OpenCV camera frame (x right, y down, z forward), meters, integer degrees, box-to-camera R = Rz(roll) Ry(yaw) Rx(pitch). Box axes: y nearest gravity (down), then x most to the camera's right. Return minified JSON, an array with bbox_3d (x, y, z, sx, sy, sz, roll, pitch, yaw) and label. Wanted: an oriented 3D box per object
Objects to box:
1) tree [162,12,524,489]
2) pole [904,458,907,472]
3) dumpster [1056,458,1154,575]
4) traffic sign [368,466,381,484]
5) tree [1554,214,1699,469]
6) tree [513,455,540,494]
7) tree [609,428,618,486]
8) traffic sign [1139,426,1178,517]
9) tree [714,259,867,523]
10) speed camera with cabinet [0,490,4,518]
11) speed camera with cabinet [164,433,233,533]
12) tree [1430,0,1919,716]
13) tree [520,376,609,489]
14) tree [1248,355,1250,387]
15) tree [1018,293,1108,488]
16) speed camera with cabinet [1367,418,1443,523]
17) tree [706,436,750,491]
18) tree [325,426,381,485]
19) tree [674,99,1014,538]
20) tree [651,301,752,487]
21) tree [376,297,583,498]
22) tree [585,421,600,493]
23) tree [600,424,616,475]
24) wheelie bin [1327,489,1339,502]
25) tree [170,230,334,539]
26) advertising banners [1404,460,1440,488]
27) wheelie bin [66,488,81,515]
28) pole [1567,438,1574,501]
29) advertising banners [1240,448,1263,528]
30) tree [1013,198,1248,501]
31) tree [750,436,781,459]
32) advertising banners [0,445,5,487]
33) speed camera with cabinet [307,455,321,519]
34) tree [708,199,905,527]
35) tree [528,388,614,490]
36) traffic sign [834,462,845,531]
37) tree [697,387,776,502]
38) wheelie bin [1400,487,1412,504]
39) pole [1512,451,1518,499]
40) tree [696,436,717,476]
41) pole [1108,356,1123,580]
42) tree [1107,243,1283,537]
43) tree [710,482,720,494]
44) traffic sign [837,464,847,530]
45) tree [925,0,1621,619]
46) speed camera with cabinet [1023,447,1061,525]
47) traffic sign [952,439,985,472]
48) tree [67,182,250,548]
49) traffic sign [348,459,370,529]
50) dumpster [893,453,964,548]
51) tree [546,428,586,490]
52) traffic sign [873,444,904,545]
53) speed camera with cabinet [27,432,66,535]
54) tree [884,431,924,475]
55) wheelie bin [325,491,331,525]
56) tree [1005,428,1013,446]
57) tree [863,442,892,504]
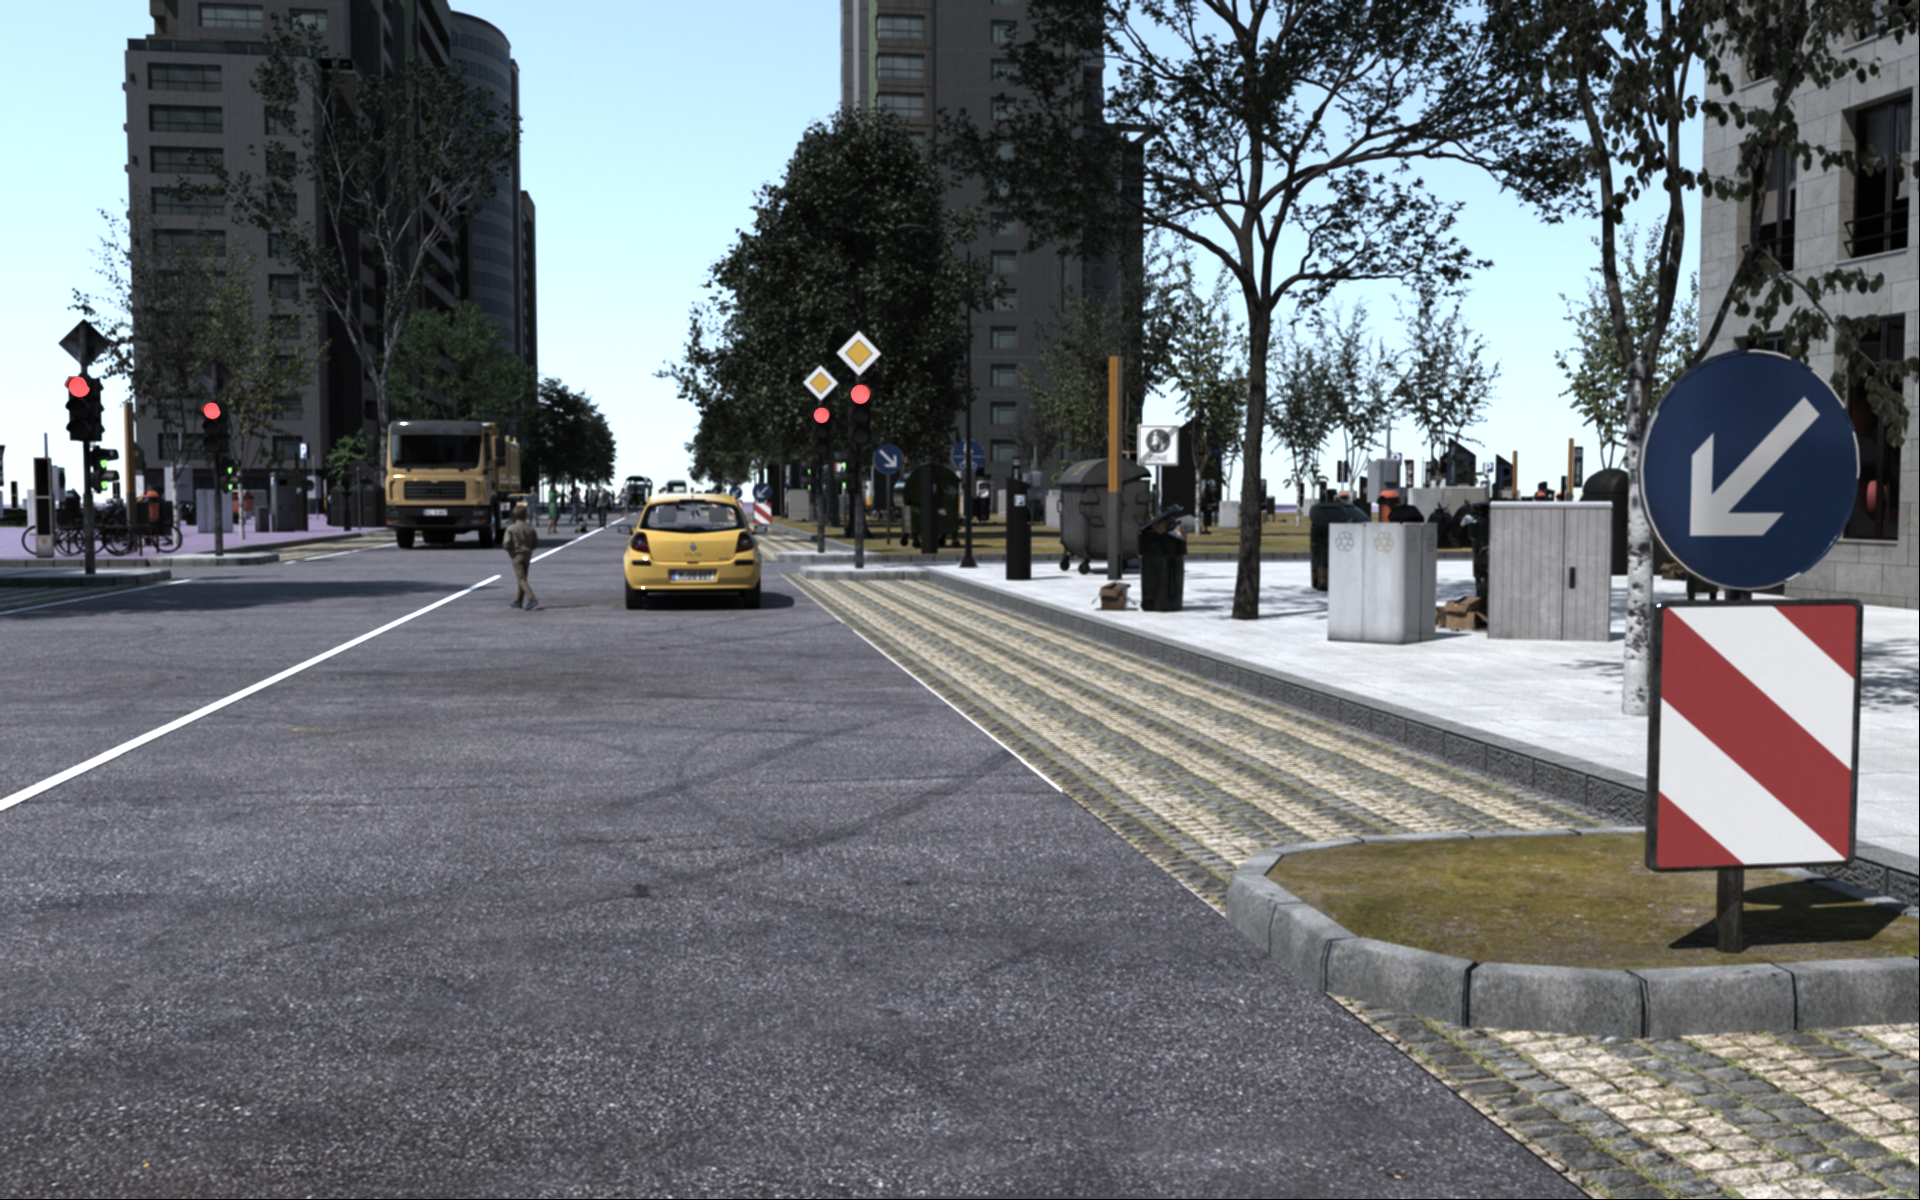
[{"bbox_3d":[-24.712,-13.102,70.112,12.611,20.169,13.585,0,3,0],"label":"tree"},{"bbox_3d":[-2.828,-5.879,89.972,0.158,3.312,0.155,0,3,0],"label":"pole"},{"bbox_3d":[2.367,-1.377,28.277,1.264,1.857,1.865,-1,4,-9],"label":"dumpster"},{"bbox_3d":[-26.278,-4.765,78.016,0.768,2.556,0.104,0,4,-3],"label":"traffic sign"},{"bbox_3d":[18.280,-5.816,45.453,4.737,8.622,4.395,0,3,0],"label":"tree"},{"bbox_3d":[-35.899,-9.662,141.688,4.285,4.588,4.351,0,3,0],"label":"tree"},{"bbox_3d":[-54.189,-20.770,257.709,7.486,12.596,7.792,0,3,0],"label":"tree"},{"bbox_3d":[2.903,-1.429,25.487,0.606,2.300,0.079,0,4,-5],"label":"traffic sign"},{"bbox_3d":[-6.957,-9.749,77.525,7.486,12.596,7.792,0,3,0],"label":"tree"},{"bbox_3d":[-44.307,-5.135,78.295,0.660,3.252,2.038,1,4,15],"label":"speed camera with cabinet"},{"bbox_3d":[-24.970,-3.821,56.809,0.660,3.252,2.038,3,4,37],"label":"speed camera with cabinet"},{"bbox_3d":[3.897,-3.623,9.592,4.360,8.622,3.978,0,3,0],"label":"tree"},{"bbox_3d":[-38.965,-15.250,167.460,7.486,12.596,7.792,0,3,0],"label":"tree"},{"bbox_3d":[13.507,-7.284,69.463,4.360,8.622,3.978,0,3,0],"label":"tree"},{"bbox_3d":[4.482,-6.862,62.561,4.737,8.622,4.395,0,3,0],"label":"tree"},{"bbox_3d":[11.655,-3.118,45.316,2.038,3.252,0.660,-1,4,-22],"label":"speed camera with cabinet"},{"bbox_3d":[-20.117,-12.505,154.813,4.360,8.622,3.978,0,3,0],"label":"tree"},{"bbox_3d":[-28.914,-6.119,83.765,4.285,4.588,4.351,0,3,0],"label":"tree"},{"bbox_3d":[-3.073,-8.177,50.697,9.611,12.733,9.660,0,3,0],"label":"tree"},{"bbox_3d":[-23.856,-19.315,171.681,12.611,20.169,13.585,0,3,0],"label":"tree"},{"bbox_3d":[-26.801,-10.090,90.722,9.928,11.665,9.643,0,3,0],"label":"tree"},{"bbox_3d":[-31.923,-11.891,120.167,9.928,11.665,9.643,0,3,0],"label":"tree"},{"bbox_3d":[-50.510,-18.975,235.993,9.928,11.665,9.643,0,3,0],"label":"tree"},{"bbox_3d":[23.921,-6.324,111.301,0.980,1.594,0.693,-1,4,-12],"label":"wheelie bin"},{"bbox_3d":[-20.103,-6.007,48.570,4.737,8.622,4.395,0,3,0],"label":"tree"},{"bbox_3d":[23.531,-5.615,87.999,2.074,3.025,0.090,0,4,-7],"label":"advertising banners"},{"bbox_3d":[-43.427,-4.706,84.848,0.693,1.594,0.980,-2,4,-25],"label":"wheelie bin"},{"bbox_3d":[22.284,-4.244,63.227,0.158,3.312,0.155,0,3,0],"label":"pole"},{"bbox_3d":[10.918,-4.194,64.764,0.090,3.025,2.074,2,4,32],"label":"advertising banners"},{"bbox_3d":[3.990,-5.583,41.653,4.360,8.622,3.978,0,3,0],"label":"tree"},{"bbox_3d":[-11.572,-9.722,109.313,4.737,8.622,4.395,0,3,0],"label":"tree"},{"bbox_3d":[-34.246,-3.941,60.628,0.090,3.025,2.074,1,4,20],"label":"advertising banners"},{"bbox_3d":[-33.417,-5.708,87.662,2.038,3.252,0.660,1,4,10],"label":"speed camera with cabinet"},{"bbox_3d":[-4.999,-9.825,67.294,9.857,13.997,8.962,0,3,0],"label":"tree"},{"bbox_3d":[-46.232,-18.336,206.444,9.857,13.997,8.962,0,3,0],"label":"tree"},{"bbox_3d":[-3.983,-3.660,59.944,0.768,2.556,0.104,0,4,-4],"label":"traffic sign"},{"bbox_3d":[-13.811,-11.239,118.168,8.767,10.594,7.601,0,4,-4],"label":"tree"},{"bbox_3d":[20.290,-4.349,79.021,0.980,1.594,0.693,0,4,-3],"label":"wheelie bin"},{"bbox_3d":[26.089,-5.359,81.471,0.158,3.312,0.155,0,3,0],"label":"pole"},{"bbox_3d":[-35.847,-20.247,256.789,9.928,11.665,9.643,0,3,0],"label":"tree"},{"bbox_3d":[2.309,-1.951,25.738,0.158,3.312,0.155,0,3,0],"label":"pole"},{"bbox_3d":[7.366,-6.195,51.657,4.737,8.622,4.395,0,3,0],"label":"tree"},{"bbox_3d":[-34.248,-15.296,244.687,1.663,3.219,1.824,0,3,0],"label":"tree"},{"bbox_3d":[-3.805,-3.399,57.709,0.606,2.300,0.079,0,4,-5],"label":"traffic sign"},{"bbox_3d":[3.277,-5.085,17.559,7.601,10.594,8.767,-1,4,-13],"label":"tree"},{"bbox_3d":[3.624,-4.800,72.821,2.038,3.252,0.660,-2,4,-32],"label":"speed camera with cabinet"},{"bbox_3d":[0.185,-2.459,40.317,0.768,2.556,0.104,0,4,-3],"label":"traffic sign"},{"bbox_3d":[-18.734,-5.546,41.043,4.360,8.622,3.978,0,3,0],"label":"tree"},{"bbox_3d":[-21.757,-3.829,62.702,0.768,2.556,0.104,0,4,-4],"label":"traffic sign"},{"bbox_3d":[-0.749,-2.402,41.763,1.502,2.255,1.985,-1,4,-9],"label":"dumpster"},{"bbox_3d":[-40.404,-13.844,176.716,4.360,8.622,3.978,0,3,0],"label":"tree"},{"bbox_3d":[-1.807,-2.668,43.732,0.768,2.556,0.104,0,4,0],"label":"traffic sign"},{"bbox_3d":[-29.037,-3.713,55.050,0.660,3.252,2.038,-1,4,-11],"label":"speed camera with cabinet"},{"bbox_3d":[-3.546,-9.864,111.642,4.737,8.622,4.395,0,3,0],"label":"tree"},{"bbox_3d":[-25.633,-3.860,71.019,0.693,1.594,0.980,-1,4,-14],"label":"wheelie bin"},{"bbox_3d":[5.062,-9.857,111.520,4.360,8.622,3.978,0,3,0],"label":"tree"},{"bbox_3d":[-5.127,-8.886,95.644,4.360,8.622,3.978,0,3,0],"label":"tree"}]
